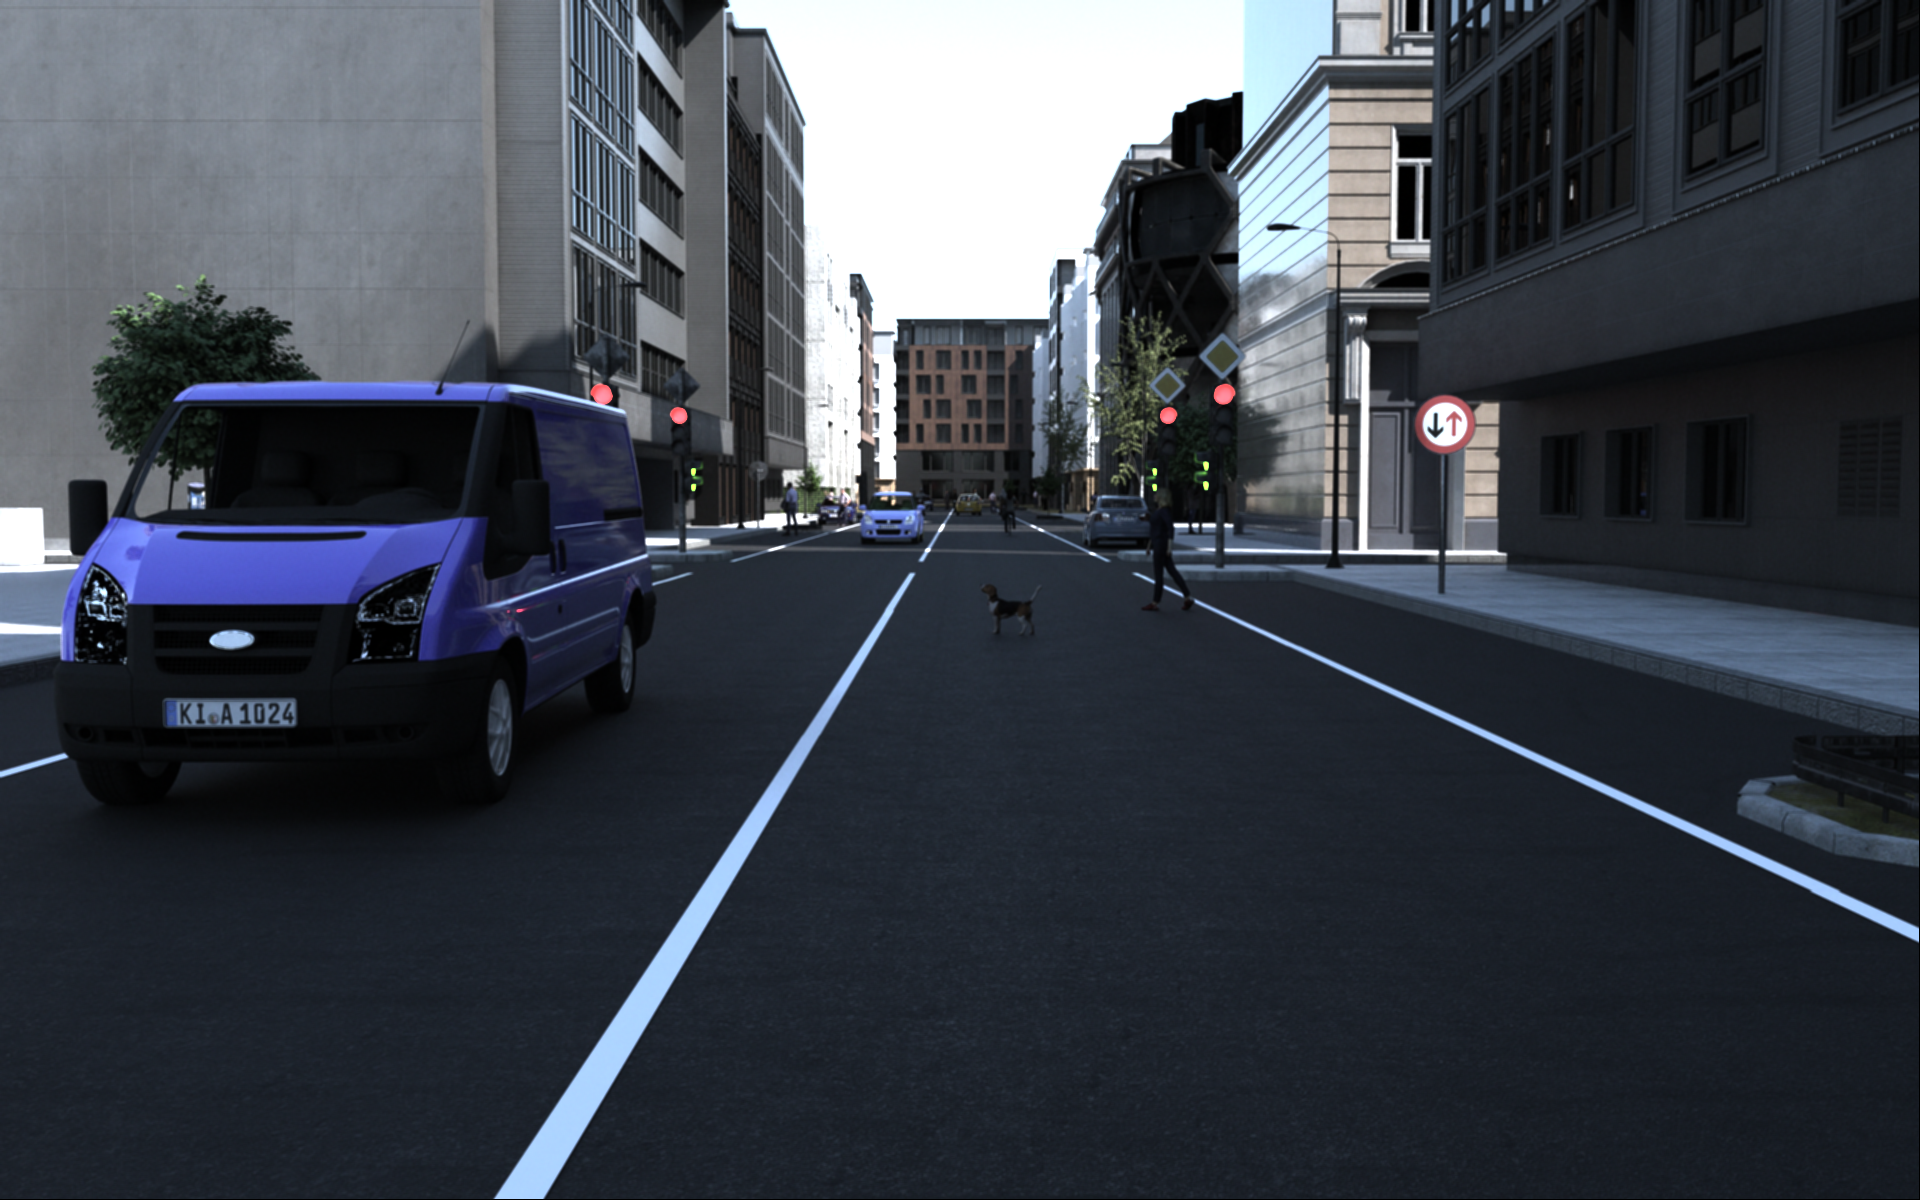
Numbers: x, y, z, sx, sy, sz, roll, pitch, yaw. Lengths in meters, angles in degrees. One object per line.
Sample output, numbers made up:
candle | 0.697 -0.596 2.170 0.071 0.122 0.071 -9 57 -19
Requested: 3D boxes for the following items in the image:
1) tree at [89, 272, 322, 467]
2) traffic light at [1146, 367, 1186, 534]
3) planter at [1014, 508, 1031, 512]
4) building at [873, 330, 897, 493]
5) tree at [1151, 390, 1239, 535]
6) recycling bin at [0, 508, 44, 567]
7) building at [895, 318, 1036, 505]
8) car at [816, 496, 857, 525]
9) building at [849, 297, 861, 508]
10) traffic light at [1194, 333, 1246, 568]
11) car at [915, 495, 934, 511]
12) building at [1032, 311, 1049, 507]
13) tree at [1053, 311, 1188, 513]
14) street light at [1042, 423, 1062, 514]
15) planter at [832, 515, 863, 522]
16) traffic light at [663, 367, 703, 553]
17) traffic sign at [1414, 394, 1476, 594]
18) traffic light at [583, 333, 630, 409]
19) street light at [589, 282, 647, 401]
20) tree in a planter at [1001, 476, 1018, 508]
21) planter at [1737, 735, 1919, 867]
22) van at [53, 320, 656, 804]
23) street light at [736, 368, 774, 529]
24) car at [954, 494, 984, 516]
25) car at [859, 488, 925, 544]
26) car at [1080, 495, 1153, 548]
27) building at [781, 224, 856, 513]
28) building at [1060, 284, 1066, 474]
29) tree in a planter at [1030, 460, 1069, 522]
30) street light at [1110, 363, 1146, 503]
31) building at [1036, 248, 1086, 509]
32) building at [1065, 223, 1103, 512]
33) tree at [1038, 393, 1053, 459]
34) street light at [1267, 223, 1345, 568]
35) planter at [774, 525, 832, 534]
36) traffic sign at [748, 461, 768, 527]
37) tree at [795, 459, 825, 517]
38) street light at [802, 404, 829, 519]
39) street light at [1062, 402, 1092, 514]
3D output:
tree | -11.223 -2.570 25.729 4.285 4.588 4.351 0 3 0
traffic light | 4.496 -2.975 37.879 0.839 4.213 0.868 0 3 0
planter | 4.713 -7.279 140.154 1.991 0.319 1.994 0 3 0
building | -13.191 -21.404 206.371 11.380 20.091 16.016 0 3 0
tree | 7.611 -4.363 55.045 4.285 4.588 4.351 0 3 0
recycling bin | -16.825 -1.115 30.785 0.722 1.027 0.722 0 4 2
building | 8.832 -22.497 211.800 32.646 21.610 27.936 0 3 0
car | -5.827 -4.259 82.218 1.945 1.354 3.894 0 4 -1
building | -16.696 -18.029 151.196 16.016 20.091 11.380 0 3 0
traffic light | 4.482 -2.486 29.894 0.839 4.213 0.868 0 3 0
car | -3.142 -8.211 146.822 1.945 1.354 3.894 0 4 -1
building | 15.730 -19.936 182.370 16.016 20.091 11.380 0 3 0
tree | 7.082 -7.282 69.416 4.737 8.622 4.395 0 3 0
street light | 6.042 -8.592 113.022 1.470 5.913 1.316 0 3 0
planter | -5.688 -4.276 91.059 1.991 0.319 1.994 0 3 0
traffic light | -6.065 -2.975 37.881 0.839 4.213 0.868 0 3 0
traffic sign | 6.197 -1.352 22.212 0.768 2.556 0.104 1 4 9
traffic light | -6.079 -2.486 29.896 0.839 4.213 0.868 0 3 0
street light | -7.553 -4.007 38.063 1.470 5.913 1.316 0 3 0
tree in a planter | 4.756 -10.395 167.176 1.991 3.239 1.994 0 3 0
planter | 4.472 0.843 7.362 1.991 0.319 1.994 0 3 0
van | -3.088 -0.330 9.785 2.240 2.365 5.245 0 4 -1
street light | -7.535 -5.576 63.702 1.470 5.913 1.316 0 3 0
car | 0.584 -6.466 115.944 2.015 1.641 3.980 0 4 0
car | -1.974 -2.525 50.876 1.945 1.707 3.694 0 4 2
car | 4.324 -2.165 47.395 2.014 1.417 4.499 0 4 1
building | -17.174 -16.092 129.562 16.747 18.905 31.486 0 3 0
building | 16.114 -17.215 137.889 16.016 20.091 11.380 0 3 0
tree in a planter | 4.623 -5.676 90.021 1.991 3.239 1.994 0 3 0
street light | 6.006 -5.435 61.398 1.470 5.913 1.316 0 3 0
building | 22.012 -19.350 160.341 27.936 21.610 32.646 0 3 0
building | 16.272 -16.521 126.530 16.016 20.091 11.380 0 3 0
tree | 7.221 -10.244 117.848 4.737 8.622 4.395 0 3 0
street light | 5.962 -3.507 29.878 1.470 5.913 1.316 0 3 0
planter | -5.736 -2.588 63.450 1.991 0.319 1.994 0 3 0
traffic sign | -7.747 -4.055 66.410 0.768 2.556 0.104 0 4 1
tree | -8.378 -6.195 95.889 1.663 3.219 1.824 0 3 0
street light | -7.494 -7.172 89.807 1.470 5.913 1.316 0 3 0
street light | 6.037 -7.008 87.124 1.470 5.913 1.316 0 3 0
